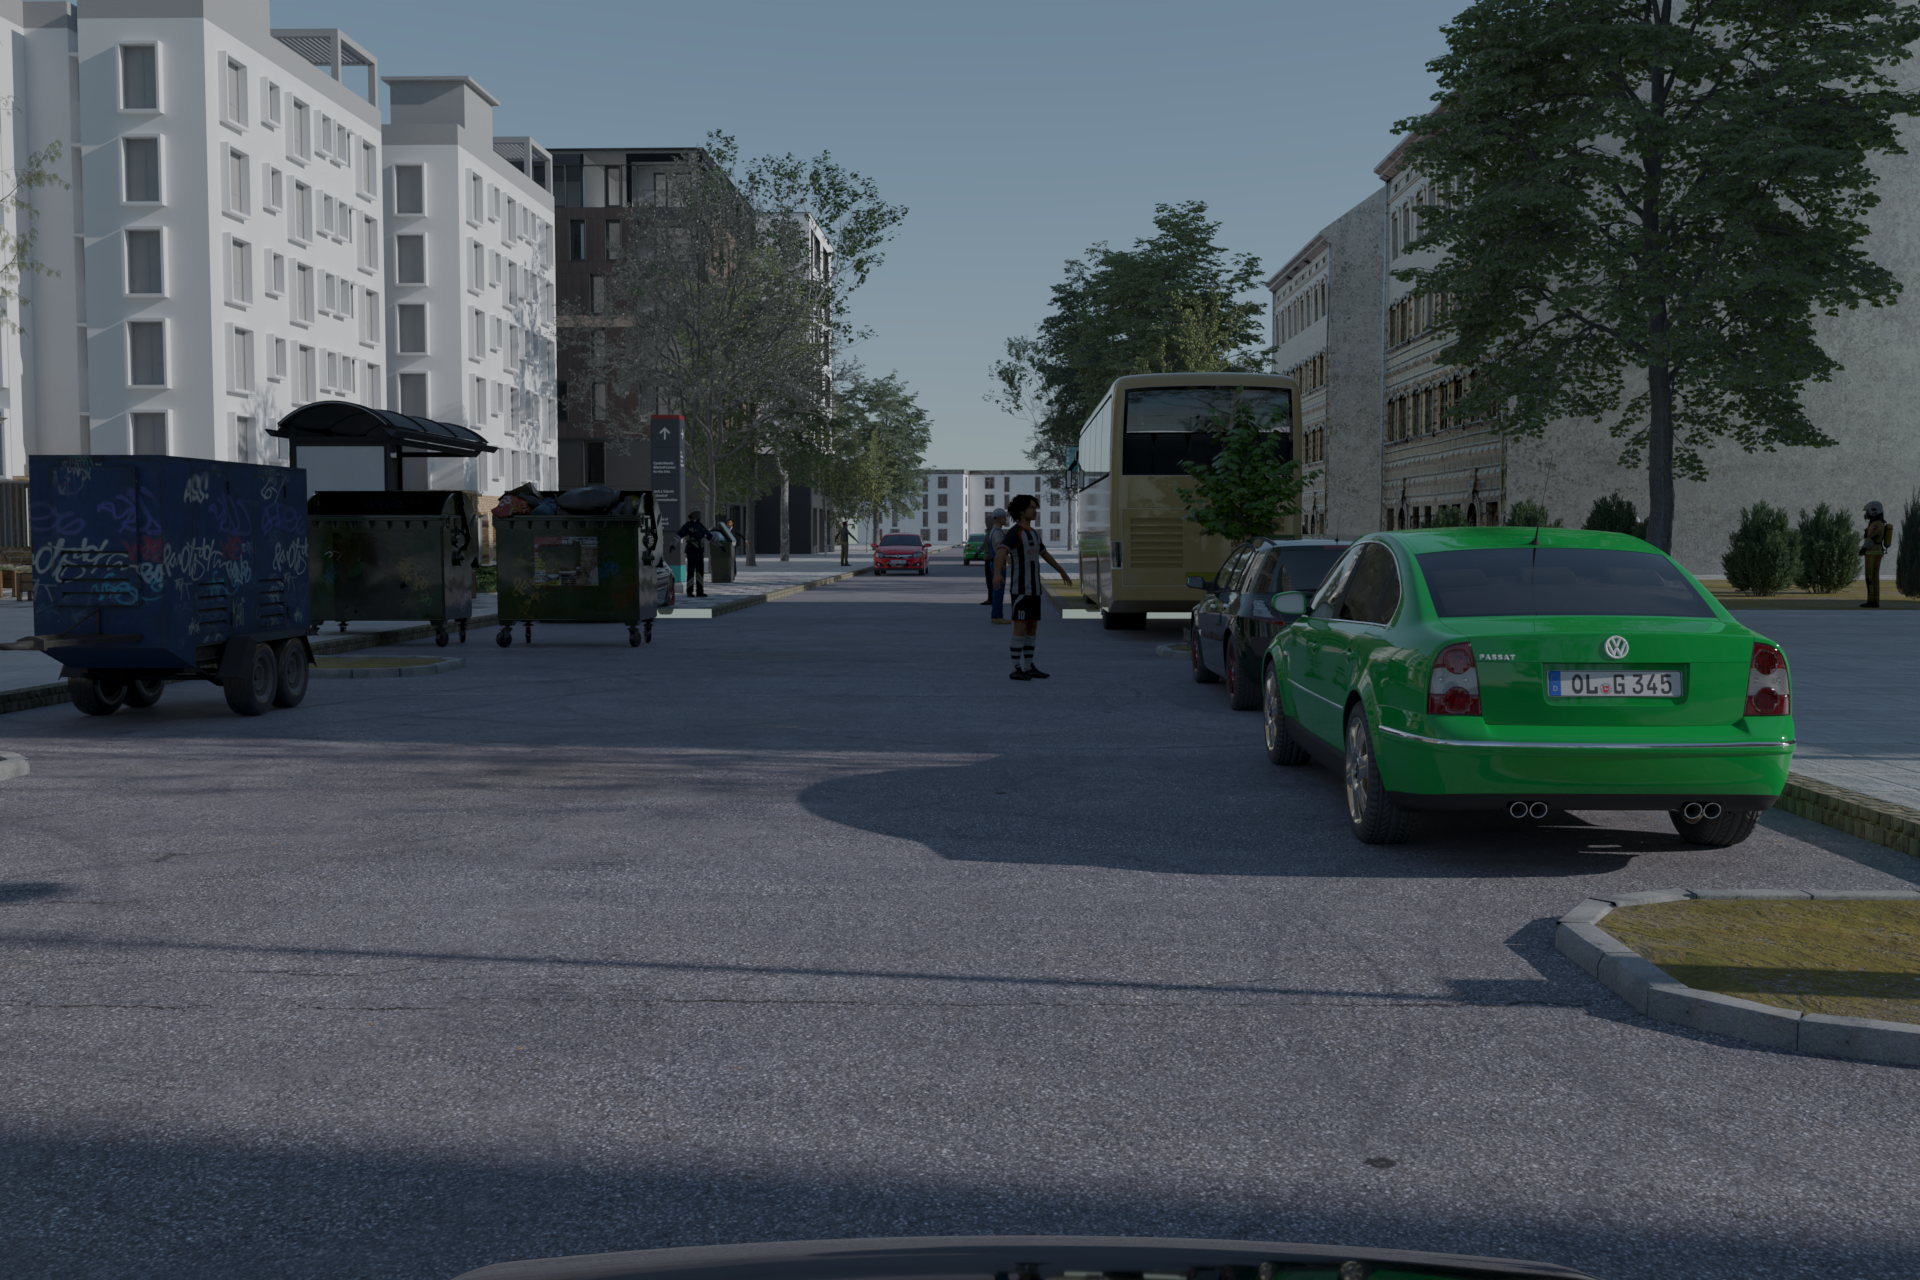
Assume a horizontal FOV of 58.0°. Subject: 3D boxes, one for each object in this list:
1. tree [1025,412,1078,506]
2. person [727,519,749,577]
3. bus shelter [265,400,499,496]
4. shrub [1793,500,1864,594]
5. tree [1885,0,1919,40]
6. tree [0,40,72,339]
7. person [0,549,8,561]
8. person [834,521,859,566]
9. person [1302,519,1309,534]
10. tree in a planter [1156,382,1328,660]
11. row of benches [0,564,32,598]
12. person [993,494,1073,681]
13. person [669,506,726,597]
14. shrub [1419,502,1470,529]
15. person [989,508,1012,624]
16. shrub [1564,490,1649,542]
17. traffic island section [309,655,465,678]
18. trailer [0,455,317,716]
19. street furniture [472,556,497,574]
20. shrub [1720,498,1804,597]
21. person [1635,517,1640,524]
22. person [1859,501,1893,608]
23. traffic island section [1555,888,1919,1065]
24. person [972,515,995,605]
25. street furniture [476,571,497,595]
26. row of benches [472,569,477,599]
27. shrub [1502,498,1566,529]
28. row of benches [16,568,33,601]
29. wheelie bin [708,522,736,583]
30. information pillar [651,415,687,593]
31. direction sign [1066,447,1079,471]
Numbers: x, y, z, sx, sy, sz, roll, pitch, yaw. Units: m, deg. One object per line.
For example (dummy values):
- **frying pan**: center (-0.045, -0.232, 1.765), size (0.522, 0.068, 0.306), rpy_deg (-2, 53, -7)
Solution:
- **tree**: center (8.863, -11.292, 119.042), size (8.767, 10.594, 7.601), rpy_deg (-1, 4, -10)
- **person**: center (-6.954, -2.785, 52.256), size (1.216, 1.740, 0.721), rpy_deg (0, 4, 7)
- **bus shelter**: center (-9.471, -2.146, 29.003), size (2.014, 3.302, 5.546), rpy_deg (0, 4, 1)
- **shrub**: center (18.709, -2.023, 37.488), size (1.690, 2.028, 1.600), rpy_deg (0, 3, 0)
- **tree**: center (27.947, -11.289, 40.461), size (12.611, 20.169, 13.585), rpy_deg (0, 3, 0)
- **tree**: center (-12.617, -4.246, 19.791), size (4.360, 8.622, 3.978), rpy_deg (0, 3, 0)
- **person**: center (-13.097, -0.969, 22.598), size (1.215, 1.744, 0.721), rpy_deg (-3, 5, -43)
- **person**: center (-4.606, -3.867, 69.497), size (1.348, 1.796, 0.705), rpy_deg (3, 5, 42)
- **person**: center (9.928, -2.723, 50.740), size (0.704, 1.802, 1.346), rpy_deg (-1, 4, -22)
- **tree in a planter**: center (3.353, -1.419, 20.426), size (1.991, 3.239, 1.994), rpy_deg (0, 4, 1)
- **row of benches**: center (-19.457, -1.246, 35.831), size (1.422, 0.672, 4.104), rpy_deg (0, 4, 6)
- **person**: center (0.667, -0.518, 17.078), size (0.704, 1.843, 1.345), rpy_deg (2, 4, 35)
- **person**: center (-5.386, -1.806, 35.313), size (1.354, 1.856, 0.705), rpy_deg (-3, 5, -43)
- **shrub**: center (11.562, -2.227, 40.831), size (1.690, 2.028, 1.600), rpy_deg (0, 3, 0)
- **person**: center (0.647, -1.181, 27.617), size (0.705, 1.847, 1.347), rpy_deg (0, 4, -7)
- **shrub**: center (11.659, -1.653, 31.061), size (1.661, 2.075, 1.752), rpy_deg (0, 3, 0)
- **traffic island section**: center (-6.336, 0.285, 18.205), size (1.991, 0.108, 1.994), rpy_deg (0, 4, 2)
- **trailer**: center (-6.213, -0.379, 13.246), size (1.471, 1.999, 3.904), rpy_deg (0, 4, 1)
- **street furniture**: center (-14.763, -1.939, 47.329), size (10.072, 0.657, 5.734), rpy_deg (-2, 4, -30)
- **shrub**: center (16.595, -1.919, 35.802), size (1.690, 2.028, 1.600), rpy_deg (0, 3, 0)
- **person**: center (19.297, -2.648, 49.753), size (1.216, 1.772, 0.721), rpy_deg (-3, 4, -36)
- **person**: center (15.912, -1.497, 30.239), size (0.705, 1.858, 1.354), rpy_deg (2, 4, 34)
- **traffic island section**: center (3.044, 1.057, 5.593), size (1.991, 0.108, 1.994), rpy_deg (0, 4, 1)
- **person**: center (0.607, -1.618, 35.045), size (0.705, 1.813, 1.348), rpy_deg (1, 4, 23)
- **street furniture**: center (-12.848, -1.442, 39.195), size (10.072, 0.657, 5.734), rpy_deg (0, 4, 1)
- **row of benches**: center (-11.701, -1.148, 34.240), size (4.104, 0.672, 1.422), rpy_deg (-1, 4, -14)
- **shrub**: center (11.660, -1.934, 35.668), size (1.661, 2.075, 1.752), rpy_deg (0, 3, 0)
- **row of benches**: center (-15.983, -1.108, 33.584), size (4.104, 0.672, 1.422), rpy_deg (-1, 4, -9)
- **wheelie bin**: center (-6.275, -2.303, 45.560), size (0.693, 1.594, 0.980), rpy_deg (0, 4, 2)
- **information pillar**: center (-6.379, -2.969, 37.915), size (0.750, 3.857, 0.750), rpy_deg (0, 4, 1)
- **direction sign**: center (4.159, -3.558, 46.937), size (2.525, 3.948, 1.411), rpy_deg (0, 4, 1)
